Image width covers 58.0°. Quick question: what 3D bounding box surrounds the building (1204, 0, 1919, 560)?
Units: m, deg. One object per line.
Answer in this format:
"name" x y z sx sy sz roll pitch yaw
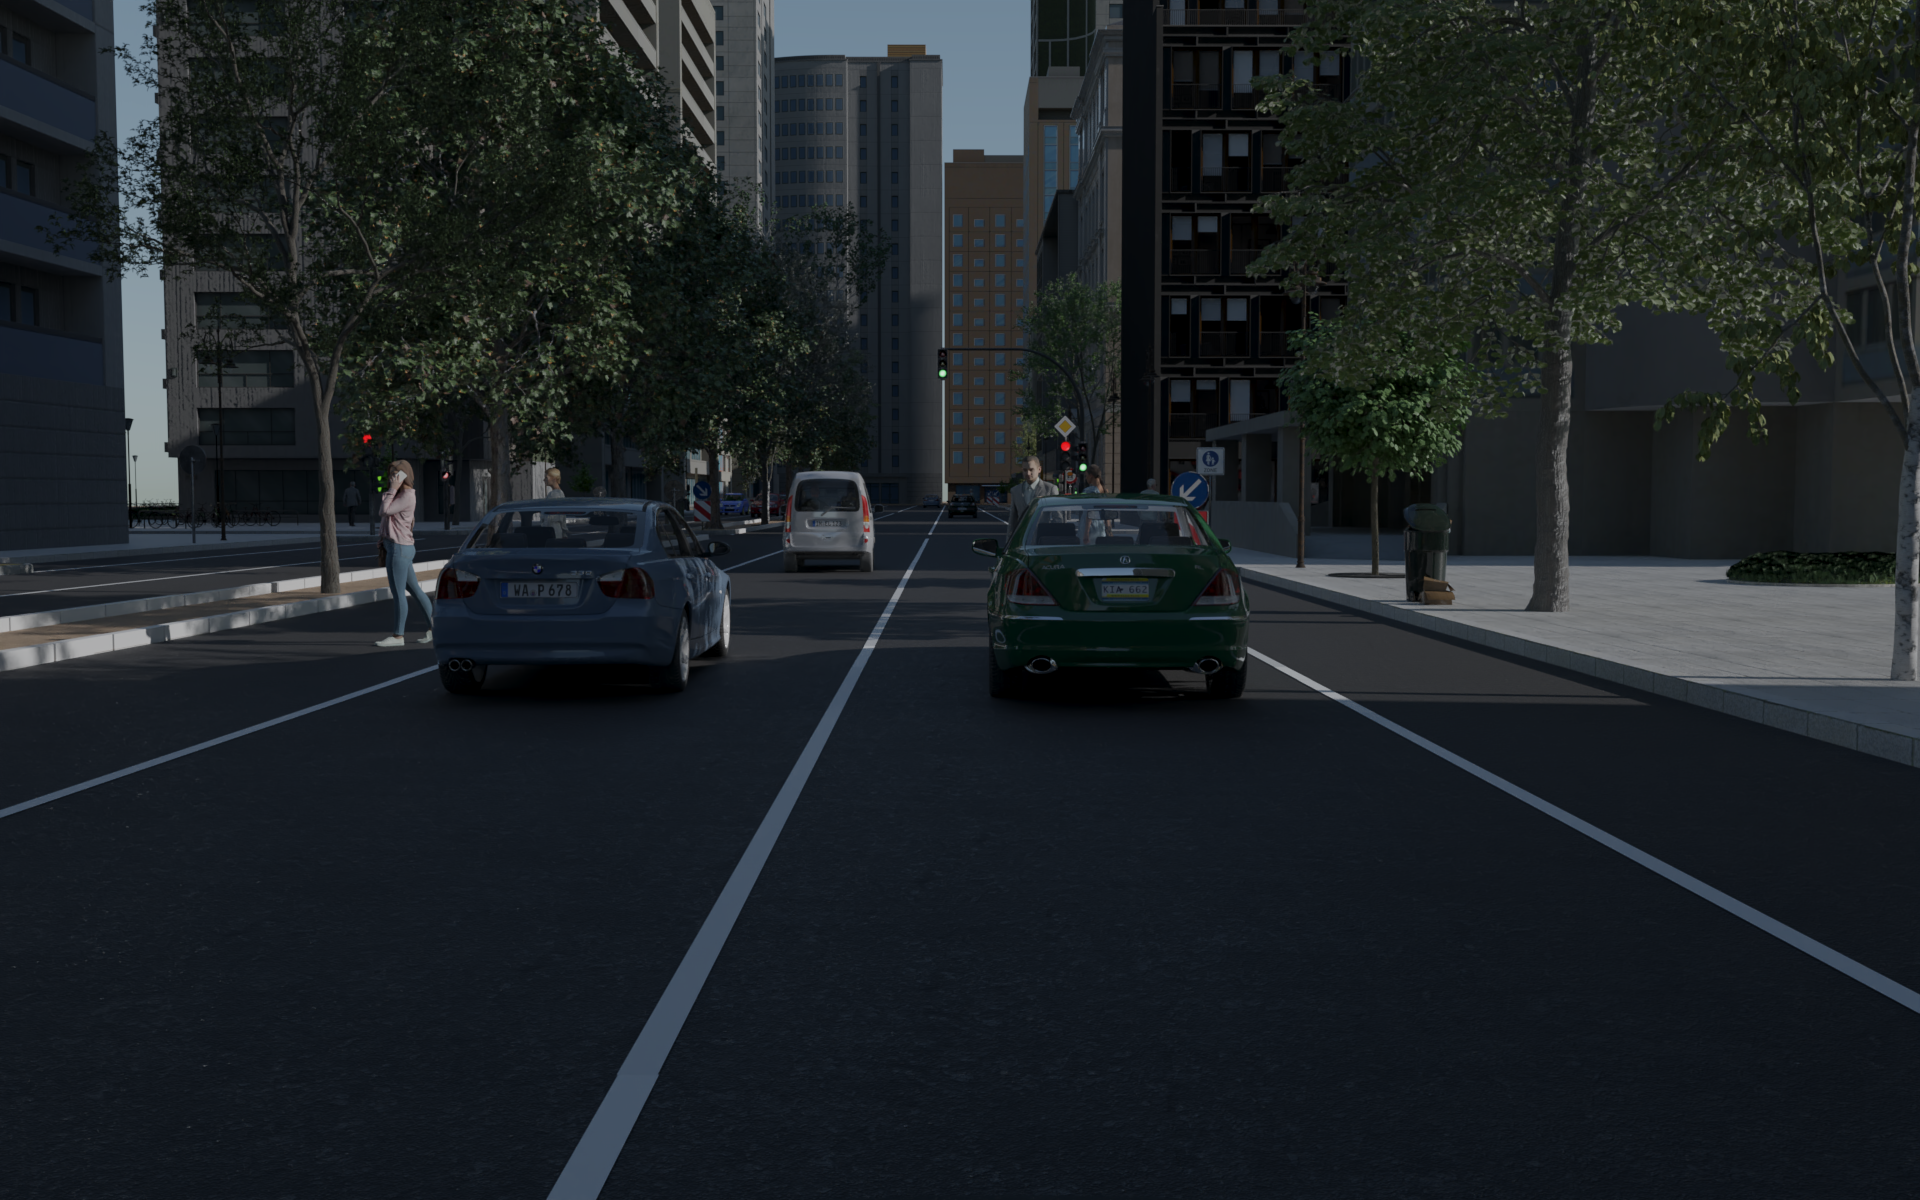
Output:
"building" 22.771 -21.309 40.278 32.217 40.220 23.993 0 4 0

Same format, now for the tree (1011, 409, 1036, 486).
"tree" 5.883 -11.702 141.687 4.737 8.622 4.395 0 3 0

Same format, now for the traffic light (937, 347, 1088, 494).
"traffic light" 1.683 -4.841 53.820 4.771 5.953 1.251 0 4 0

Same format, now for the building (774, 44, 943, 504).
"building" -16.358 -42.125 230.748 28.212 58.520 21.231 0 4 0

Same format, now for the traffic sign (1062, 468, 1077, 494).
"traffic sign" 5.356 -5.158 84.445 0.768 2.556 0.104 0 4 1

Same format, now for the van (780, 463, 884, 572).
"van" -2.471 -1.600 33.178 2.013 2.044 4.112 0 4 -2

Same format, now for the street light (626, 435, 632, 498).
"street light" -20.602 -8.301 108.506 0.468 5.910 1.993 0 4 0

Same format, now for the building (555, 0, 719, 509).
"building" -32.840 -32.070 148.048 21.300 48.544 21.600 0 4 0

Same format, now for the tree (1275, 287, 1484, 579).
"tree" 6.542 -2.642 26.912 4.285 4.588 4.351 0 3 0

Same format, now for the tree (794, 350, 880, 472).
"tree" -9.351 -12.165 119.487 7.486 12.596 7.792 0 3 0

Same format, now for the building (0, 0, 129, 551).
"building" -35.545 -30.374 38.618 28.212 58.520 21.231 0 4 0

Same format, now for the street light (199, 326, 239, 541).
"street light" -20.371 -4.584 47.739 0.468 5.910 1.993 0 4 0

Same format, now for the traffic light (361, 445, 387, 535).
"traffic light" -18.286 -3.971 53.847 0.839 4.253 0.868 0 4 0

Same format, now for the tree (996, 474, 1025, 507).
"tree" 5.173 -11.095 176.007 1.663 3.219 1.824 0 3 0

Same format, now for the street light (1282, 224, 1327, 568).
"street light" 5.928 -3.498 29.972 0.468 5.910 1.993 0 4 0

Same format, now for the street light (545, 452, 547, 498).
"street light" -20.470 -6.895 85.522 0.468 5.910 1.993 0 4 0

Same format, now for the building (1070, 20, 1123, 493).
"building" 13.476 -19.031 97.058 13.634 28.700 20.117 0 4 0

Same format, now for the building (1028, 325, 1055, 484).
"building" 20.823 -19.375 161.827 27.650 21.520 28.899 0 4 0

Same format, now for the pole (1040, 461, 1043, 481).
"pole" 4.983 -6.852 105.870 0.158 3.312 0.155 0 3 0

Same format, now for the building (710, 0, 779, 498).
"building" -32.552 -46.655 201.067 20.611 71.187 20.563 0 4 0

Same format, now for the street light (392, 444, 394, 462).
"street light" -20.334 -5.460 62.066 0.468 5.910 1.993 0 4 0

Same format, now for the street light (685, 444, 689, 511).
"street light" -20.752 -9.704 131.445 0.468 5.910 1.993 0 4 0

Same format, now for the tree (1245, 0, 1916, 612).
"tree" 6.894 -6.149 18.669 7.486 12.596 7.792 0 3 0

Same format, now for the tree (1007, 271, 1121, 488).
"tree" 6.006 -9.428 79.900 9.928 11.665 9.643 0 3 0

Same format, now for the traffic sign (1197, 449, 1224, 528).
"traffic sign" 5.511 -2.204 38.164 0.606 2.300 0.079 0 4 7

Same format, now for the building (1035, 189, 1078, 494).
"building" 13.075 -18.542 122.220 14.314 24.678 30.058 0 4 0

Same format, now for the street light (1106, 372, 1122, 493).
"street light" 5.796 -5.669 65.475 0.468 5.910 1.993 0 4 0

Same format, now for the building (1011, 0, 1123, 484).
"building" 16.557 -46.610 200.322 20.563 71.187 20.611 0 4 0

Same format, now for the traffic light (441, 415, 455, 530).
"traffic light" -16.235 -5.334 61.877 4.771 5.953 1.251 0 4 0

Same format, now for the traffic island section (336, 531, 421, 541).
"traffic island section" -18.326 -1.939 53.981 2.009 0.180 2.903 0 4 0

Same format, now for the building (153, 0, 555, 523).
"building" -28.005 -18.992 82.213 14.160 30.474 14.107 0 4 0

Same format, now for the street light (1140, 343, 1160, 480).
"street light" 5.799 -4.910 53.069 0.468 5.910 1.993 0 4 0

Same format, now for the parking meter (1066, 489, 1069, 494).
"parking meter" 5.308 -4.724 85.642 0.372 1.533 0.369 0 3 0

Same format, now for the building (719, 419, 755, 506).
"building" -36.092 -20.124 174.059 27.650 21.520 28.899 0 4 0

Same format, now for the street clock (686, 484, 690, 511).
"street clock" -20.432 -7.685 130.225 0.358 2.002 0.471 0 4 3

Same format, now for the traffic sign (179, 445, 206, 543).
"traffic sign" -19.955 -2.749 45.047 0.768 2.556 0.104 1 4 9

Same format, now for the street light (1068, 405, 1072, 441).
"street light" 5.667 -7.148 89.658 0.468 5.910 1.993 0 4 0

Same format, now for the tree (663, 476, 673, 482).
"tree" -21.698 -10.657 124.608 4.360 8.622 3.978 0 3 0

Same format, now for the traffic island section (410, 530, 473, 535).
"traffic island section" -18.366 -2.427 61.966 2.009 0.180 2.903 0 4 0

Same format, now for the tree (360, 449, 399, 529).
"tree" -21.176 -4.268 64.382 1.663 3.219 1.824 0 3 0

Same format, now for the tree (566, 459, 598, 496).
"tree" -20.658 -6.149 95.145 1.663 3.219 1.824 0 3 0

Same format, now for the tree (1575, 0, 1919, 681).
"tree" 6.516 -3.766 11.932 4.737 8.622 4.395 0 3 0

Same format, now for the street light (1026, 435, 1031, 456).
"street light" 5.367 -9.981 135.983 0.468 5.910 1.993 0 4 0

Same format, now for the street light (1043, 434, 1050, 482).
"street light" 5.590 -8.560 112.746 0.468 5.910 1.993 0 4 0

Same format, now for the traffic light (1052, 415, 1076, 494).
"traffic light" 3.735 -4.467 61.957 0.839 4.253 0.868 0 4 0

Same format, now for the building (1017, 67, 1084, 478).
"building" 13.867 -32.592 182.997 14.600 45.320 14.200 0 4 0

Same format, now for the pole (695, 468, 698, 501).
"pole" -20.404 -8.578 134.089 0.158 3.312 0.155 0 3 0

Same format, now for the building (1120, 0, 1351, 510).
"building" 14.839 -14.572 67.927 15.834 23.373 12.332 0 4 0

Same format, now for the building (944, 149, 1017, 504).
"building" 5.073 -35.341 227.929 14.200 45.320 14.600 0 4 0
